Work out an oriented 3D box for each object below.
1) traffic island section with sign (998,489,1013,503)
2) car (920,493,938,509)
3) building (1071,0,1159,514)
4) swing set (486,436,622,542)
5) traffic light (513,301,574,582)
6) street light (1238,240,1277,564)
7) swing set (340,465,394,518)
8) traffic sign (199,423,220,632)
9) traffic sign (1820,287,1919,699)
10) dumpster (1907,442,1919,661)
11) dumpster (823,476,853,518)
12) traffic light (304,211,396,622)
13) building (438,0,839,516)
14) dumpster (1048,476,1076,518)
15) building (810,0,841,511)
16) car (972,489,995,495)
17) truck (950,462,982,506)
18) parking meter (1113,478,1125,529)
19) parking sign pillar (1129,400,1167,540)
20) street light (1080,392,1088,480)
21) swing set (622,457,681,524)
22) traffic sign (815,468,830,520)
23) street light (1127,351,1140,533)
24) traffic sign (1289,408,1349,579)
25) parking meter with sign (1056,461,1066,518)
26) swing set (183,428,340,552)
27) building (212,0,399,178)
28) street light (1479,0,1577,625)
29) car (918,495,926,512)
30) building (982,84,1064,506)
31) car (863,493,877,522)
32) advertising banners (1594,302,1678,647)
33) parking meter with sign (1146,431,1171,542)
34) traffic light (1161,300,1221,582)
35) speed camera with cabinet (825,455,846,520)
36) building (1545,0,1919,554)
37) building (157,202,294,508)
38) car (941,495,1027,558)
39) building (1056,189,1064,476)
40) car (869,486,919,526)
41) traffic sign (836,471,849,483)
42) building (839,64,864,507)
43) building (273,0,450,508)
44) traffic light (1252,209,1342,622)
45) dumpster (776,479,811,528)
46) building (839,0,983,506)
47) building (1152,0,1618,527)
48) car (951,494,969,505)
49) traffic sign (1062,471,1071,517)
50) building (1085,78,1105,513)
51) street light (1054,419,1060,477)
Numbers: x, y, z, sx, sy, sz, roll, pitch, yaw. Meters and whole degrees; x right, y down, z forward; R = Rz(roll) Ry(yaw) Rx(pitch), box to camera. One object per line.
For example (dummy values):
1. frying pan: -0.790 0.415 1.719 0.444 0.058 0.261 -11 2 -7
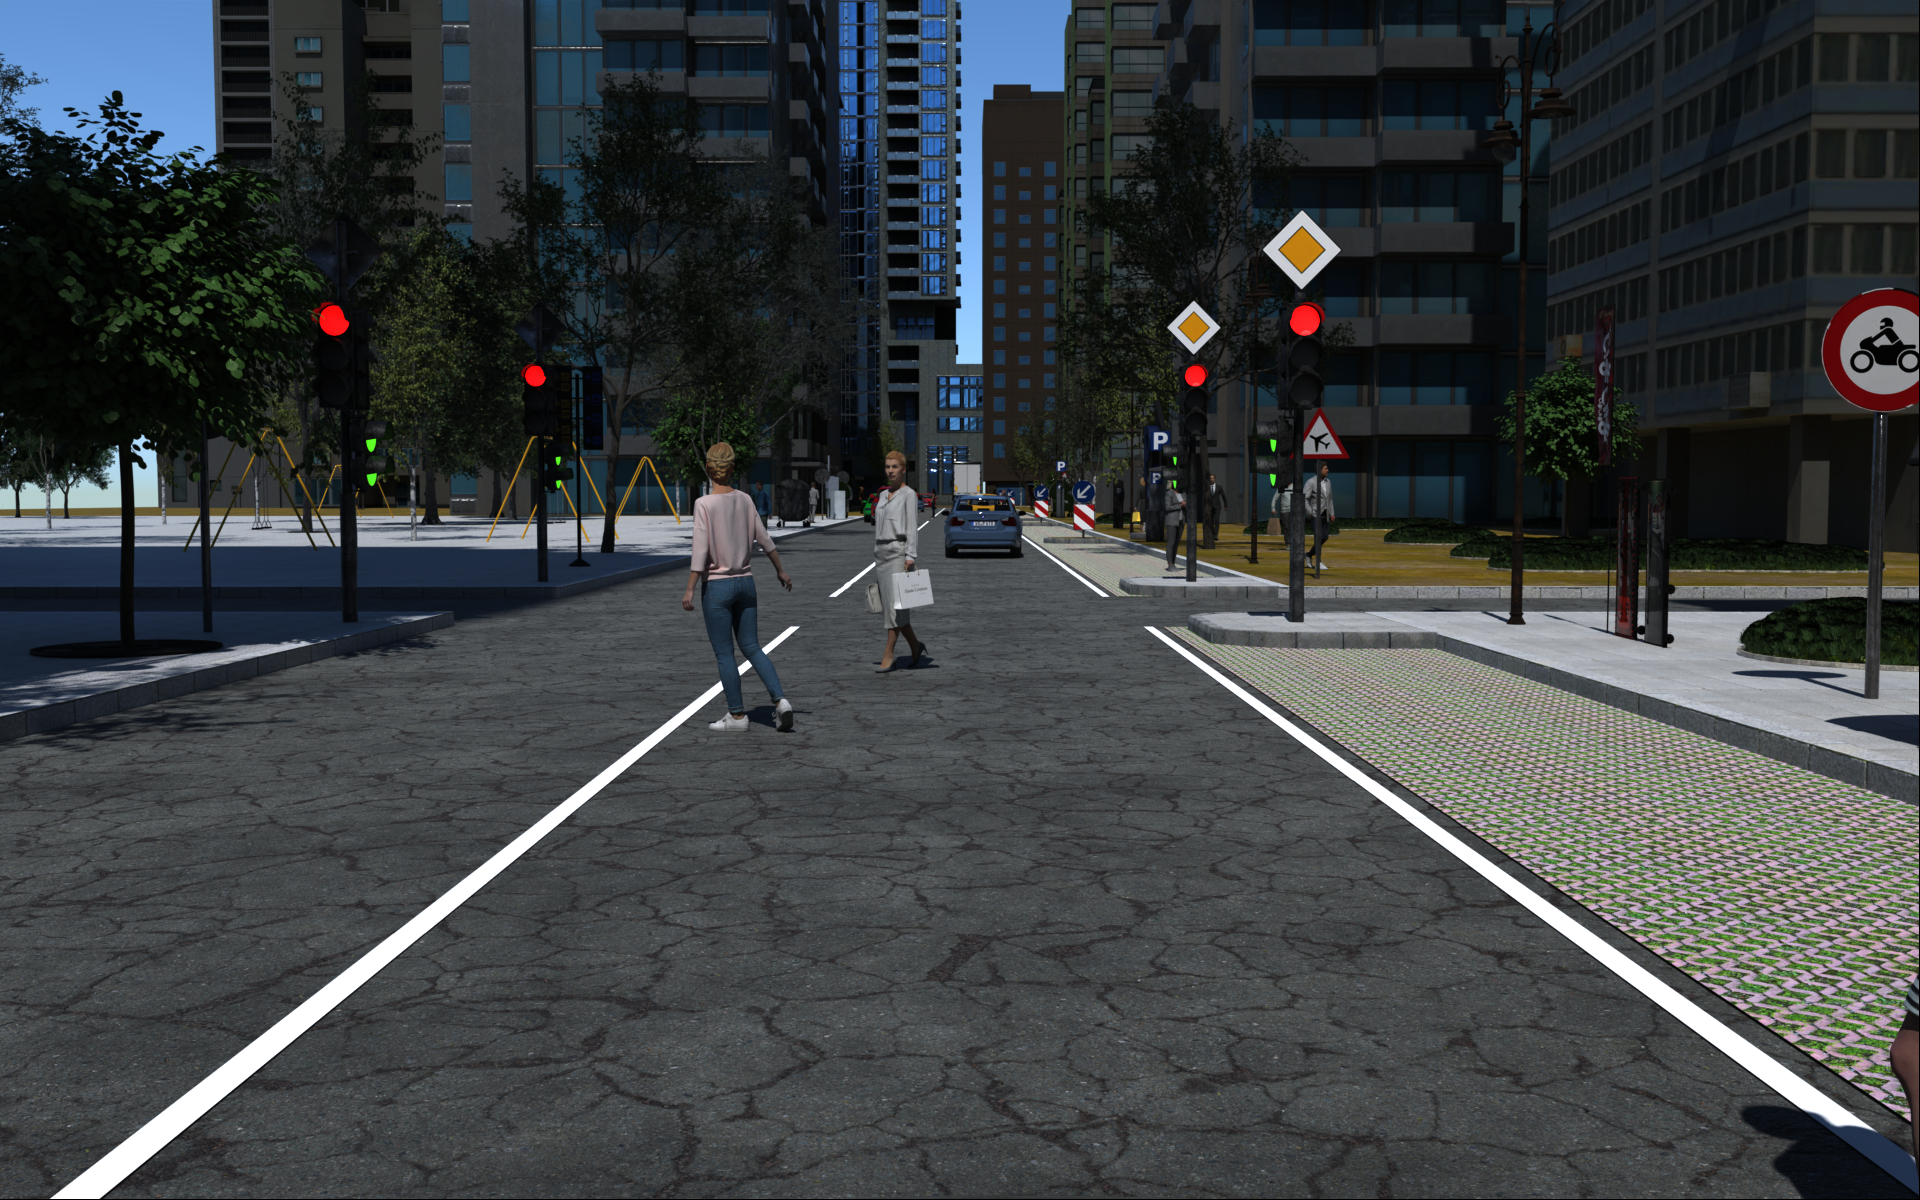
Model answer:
1. traffic island section with sign: 3.570 -7.247 127.116 1.989 1.847 2.006 0 3 0
2. car: -3.137 -9.368 162.209 2.155 1.783 4.494 0 4 1
3. building: 15.714 -27.788 137.934 14.154 41.232 14.086 0 3 0
4. swing set: -11.203 -3.056 47.591 2.862 2.851 3.119 0 4 5
5. traffic light: -6.092 -2.222 25.246 0.839 4.253 0.868 0 3 0
6. street light: 5.425 -3.608 31.787 0.468 5.910 1.993 0 3 0
7. swing set: -32.398 -5.795 92.372 3.119 2.851 2.862 3 4 36
8. traffic sign: -6.999 -0.974 16.038 0.768 2.556 0.104 0 4 5
9. traffic sign: 5.721 -0.654 10.792 0.768 2.556 0.104 0 4 6
10. dumpster: 5.386 -0.128 7.852 1.264 1.857 1.865 0 4 0
11. dumpster: -6.486 -5.449 91.581 1.502 2.255 1.985 0 4 0
12. traffic light: -6.105 -1.733 17.261 0.839 4.253 0.868 0 3 0
13. building: -20.633 -30.297 114.958 23.786 49.044 30.456 0 3 0
14. dumpster: 5.604 -5.675 95.280 1.502 2.255 1.985 0 3 0
15. building: -16.938 -29.801 137.352 14.600 45.320 14.200 0 3 0
16. car: 0.968 -3.802 72.391 2.015 1.641 3.980 0 4 -1
17. truck: 0.541 -10.157 154.980 2.839 4.237 11.283 0 4 -1
18. parking meter: 5.919 -3.600 64.575 0.399 1.863 0.255 0 4 -4
19. parking sign pillar: 5.533 -3.704 49.026 1.447 3.967 1.447 0 4 -2
20. street light: 5.488 -6.393 77.321 0.468 5.910 1.993 0 3 0
21. swing set: -13.430 -4.686 74.241 2.862 2.851 3.119 -1 4 -9
22. traffic sign: -6.795 -5.225 85.538 0.768 2.556 0.104 0 4 1
23. street light: 5.465 -5.028 54.992 0.468 5.910 1.993 0 3 0
24. traffic sign: 5.409 -1.597 26.120 0.884 2.594 0.081 1 4 9
25. parking meter with sign: 5.379 -5.880 92.398 0.543 3.016 1.738 0 4 2
26. swing set: -16.212 -2.606 40.227 2.862 2.851 3.119 -1 4 -12
27. building: -69.991 -46.291 195.105 20.611 71.187 20.563 0 3 0
28. street light: 5.483 -2.698 16.895 0.468 5.910 1.993 0 3 0
29. car: -3.739 -7.722 138.254 2.014 1.417 4.499 0 4 -2
30. building: 9.632 -33.199 192.921 14.200 45.320 14.600 0 3 0
31. car: -3.989 -4.899 88.900 1.959 1.807 4.718 0 4 0
32. advertising banners: 5.941 -1.171 15.338 0.090 3.025 2.074 0 4 3
33. parking meter with sign: 5.367 -3.114 47.176 0.543 3.016 1.738 1 4 13
34. traffic light: 3.369 -2.222 25.248 0.839 4.253 0.868 0 3 0
35. speed camera with cabinet: -6.319 -5.726 87.956 0.660 3.252 2.038 -1 4 -17
36. building: 29.522 -21.432 42.296 23.993 40.220 32.217 0 3 0
37. building: -67.345 -24.129 166.215 14.107 30.474 14.160 0 3 0
38. car: 0.551 -1.732 40.318 2.014 1.417 4.499 0 4 1
39. building: 16.182 -24.140 166.392 14.160 30.474 14.107 0 3 0
40. car: -3.007 -4.367 80.074 2.281 1.827 5.304 0 4 1
41. traffic sign: -6.476 -5.828 95.396 0.768 2.556 0.104 0 4 2
42. building: -24.118 -31.044 162.195 28.867 44.769 22.147 0 3 0
43. building: -49.496 -32.975 162.850 21.600 48.544 21.300 0 3 0
44. traffic light: 3.357 -1.733 17.263 0.839 4.253 0.868 0 3 0
45. dumpster: -6.436 -3.737 66.861 1.264 1.857 1.865 0 3 0
46. building: -12.960 -54.086 196.973 31.000 86.520 22.319 0 3 0
47. building: 20.917 -28.196 80.612 23.786 49.044 30.456 0 3 0
48. car: 0.284 -7.852 140.377 2.014 1.417 4.499 0 4 1
49. traffic sign: 5.841 -5.917 96.754 0.884 2.594 0.081 1 4 8
50. building: 15.858 -21.545 123.970 14.160 30.474 14.107 0 3 0
51. street light: 5.587 -7.783 100.040 0.468 5.910 1.993 0 3 0
